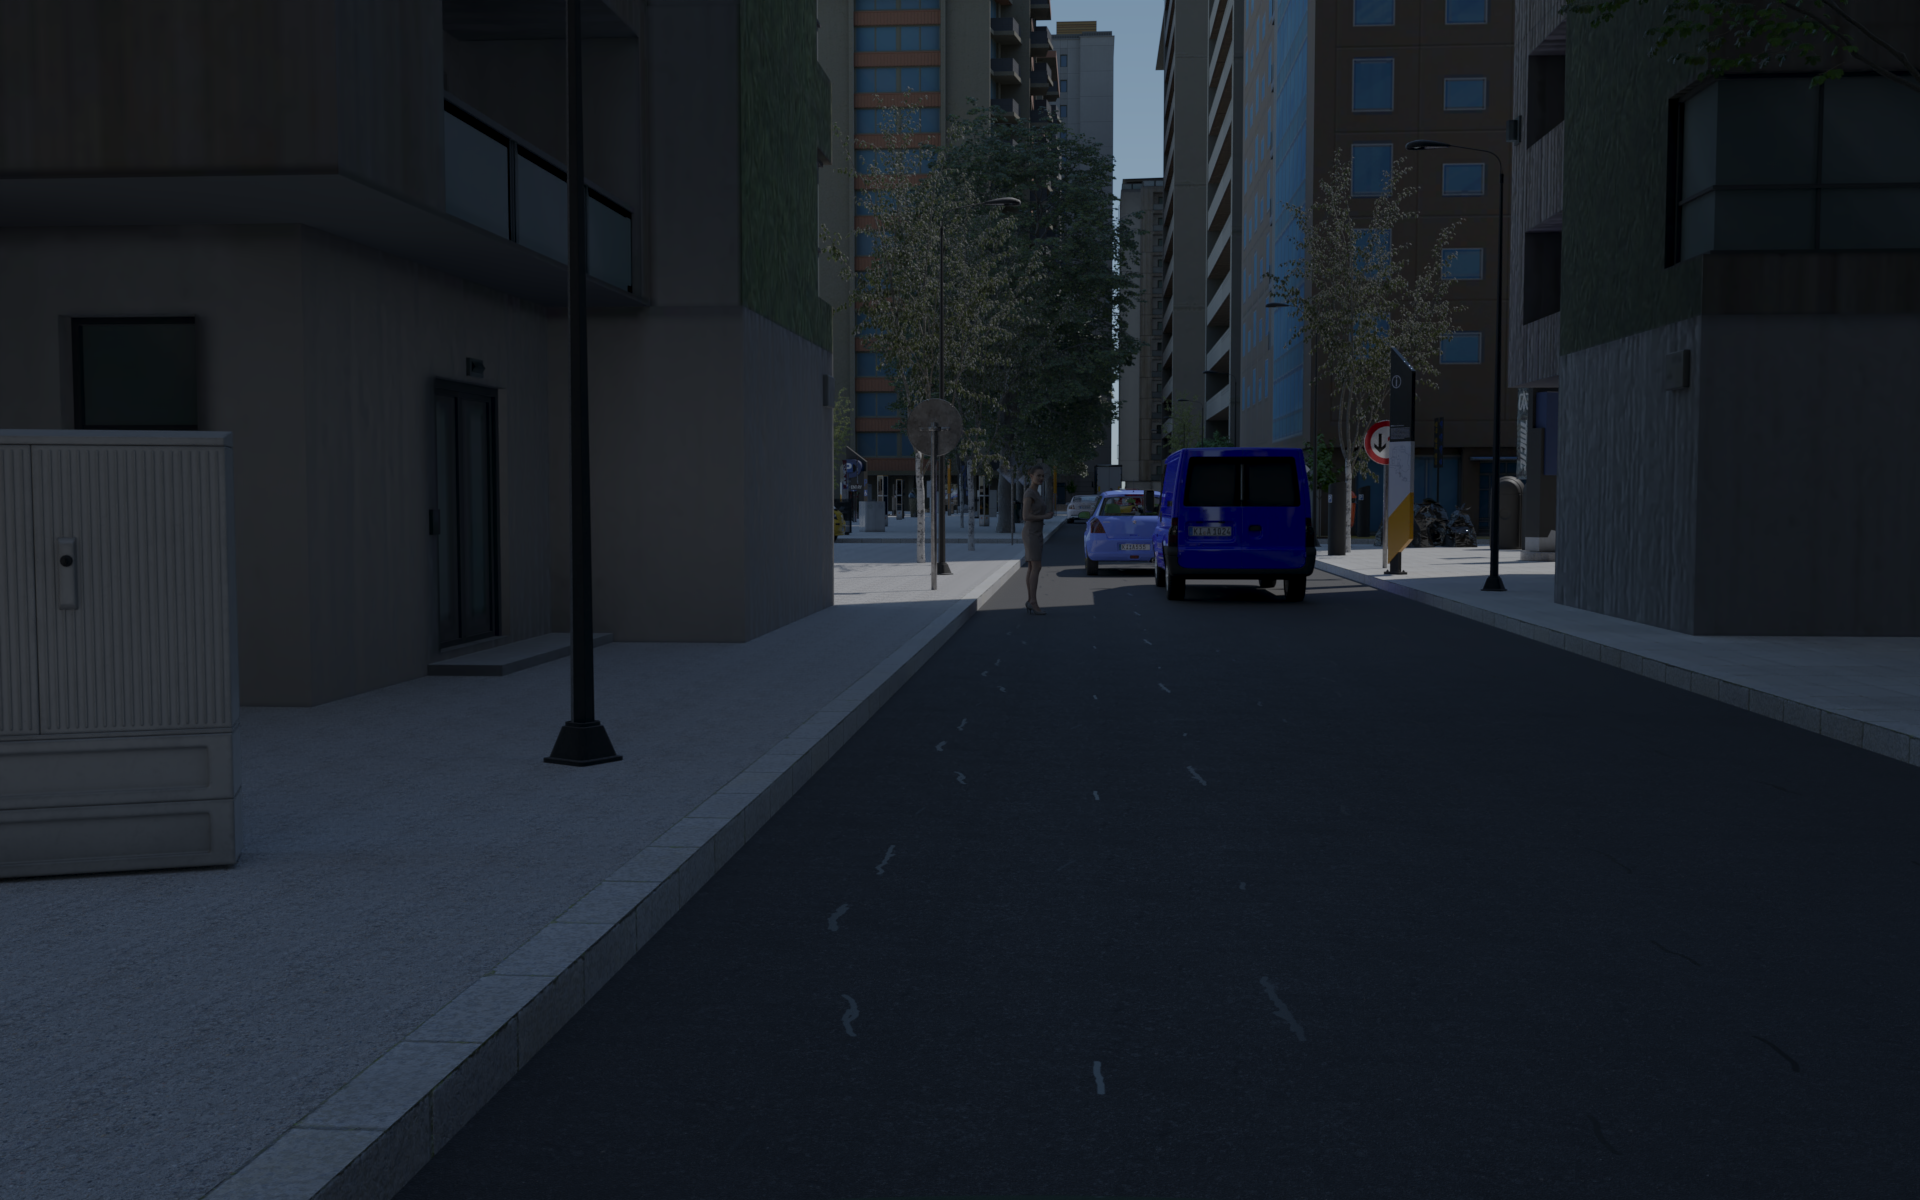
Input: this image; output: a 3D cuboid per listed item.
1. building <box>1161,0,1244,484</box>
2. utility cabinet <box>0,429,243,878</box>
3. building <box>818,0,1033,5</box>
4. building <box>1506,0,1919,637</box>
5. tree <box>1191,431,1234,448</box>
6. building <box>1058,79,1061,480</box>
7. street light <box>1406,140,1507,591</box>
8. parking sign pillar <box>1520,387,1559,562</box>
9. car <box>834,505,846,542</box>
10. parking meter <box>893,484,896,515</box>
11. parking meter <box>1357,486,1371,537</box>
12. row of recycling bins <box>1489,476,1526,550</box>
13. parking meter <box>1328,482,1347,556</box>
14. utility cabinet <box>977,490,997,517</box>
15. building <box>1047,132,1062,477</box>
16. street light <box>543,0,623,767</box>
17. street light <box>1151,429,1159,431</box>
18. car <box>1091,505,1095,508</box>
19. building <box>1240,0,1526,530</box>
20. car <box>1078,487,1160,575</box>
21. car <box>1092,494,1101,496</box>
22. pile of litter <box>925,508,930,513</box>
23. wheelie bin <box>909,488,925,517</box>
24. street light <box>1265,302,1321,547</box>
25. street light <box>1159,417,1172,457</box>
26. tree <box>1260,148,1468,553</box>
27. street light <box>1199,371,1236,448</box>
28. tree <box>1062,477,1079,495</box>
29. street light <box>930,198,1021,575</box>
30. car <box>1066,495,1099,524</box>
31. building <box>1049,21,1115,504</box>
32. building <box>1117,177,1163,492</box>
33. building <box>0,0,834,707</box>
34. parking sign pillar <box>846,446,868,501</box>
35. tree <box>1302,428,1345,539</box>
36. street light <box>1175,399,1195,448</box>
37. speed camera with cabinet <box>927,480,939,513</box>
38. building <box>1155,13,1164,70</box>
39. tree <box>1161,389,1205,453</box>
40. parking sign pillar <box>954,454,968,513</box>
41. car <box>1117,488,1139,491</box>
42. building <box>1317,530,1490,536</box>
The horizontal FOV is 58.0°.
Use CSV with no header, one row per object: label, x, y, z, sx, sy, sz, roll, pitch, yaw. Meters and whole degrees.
building,27.121,-31.367,136.556,21.300,48.544,21.600,0,4,4
utility cabinet,-3.071,0.175,5.816,1.173,1.500,0.318,-1,4,-18
building,-3.730,-29.747,140.986,22.147,44.769,28.867,0,4,4
building,14.162,-15.250,21.037,14.160,30.474,14.107,0,4,4
tree,12.914,-6.348,87.503,4.285,4.588,4.351,0,3,0
building,-1.353,-31.523,170.022,22.147,44.769,28.867,0,4,4
street light,6.547,-3.077,22.854,1.470,5.913,1.316,0,4,4
parking sign pillar,11.549,-2.739,33.257,1.447,3.967,1.447,-1,4,-21
car,-5.254,-2.381,49.149,3.980,1.641,2.015,0,4,5
parking meter,-3.791,-5.977,103.436,0.399,1.863,0.255,-1,4,-15
parking meter,12.054,-2.648,51.700,0.372,1.533,0.369,0,3,0
row of recycling bins,13.638,-1.965,39.239,1.069,1.692,3.534,-3,5,-43
parking meter,7.888,-1.701,36.223,0.372,1.533,0.369,0,3,0
utility cabinet,1.480,-5.295,95.252,1.173,1.500,0.318,-3,5,-41
building,4.331,-31.217,193.996,14.086,41.232,14.154,0,4,4
street light,-1.271,-2.174,8.094,1.470,5.913,1.316,0,4,4
street light,14.400,-9.292,124.459,1.470,5.913,1.316,0,4,4
car,6.108,-3.504,67.513,2.015,1.641,3.980,0,4,5
building,19.717,-25.928,74.037,14.600,45.320,14.200,0,4,4
car,3.137,-1.357,31.785,1.945,1.707,3.694,0,4,3
car,10.868,-7.620,136.594,2.014,1.417,4.499,0,4,3
pile of litter,-2.008,-6.468,119.722,1.176,0.858,1.719,3,5,43
wheelie bin,-2.406,-5.333,95.097,0.980,1.594,0.693,-3,5,-44
street light,8.094,-4.254,42.100,1.470,5.913,1.316,0,4,4
street light,12.910,-8.044,104.065,1.470,5.913,1.316,0,4,4
tree,8.736,-5.344,37.735,4.360,8.622,3.978,0,3,0
street light,9.809,-5.668,65.207,1.470,5.913,1.316,0,4,4
tree,12.585,-12.239,194.710,1.663,3.219,1.824,0,3,0
street light,0.250,-3.352,27.342,1.470,5.913,1.316,0,4,4
car,6.240,-4.466,85.380,2.083,1.381,4.827,0,4,6
building,5.274,-41.505,220.602,28.212,58.520,21.231,0,4,4
building,26.888,-32.619,216.909,14.086,41.232,14.154,0,4,4
building,-8.977,-20.117,12.505,14.154,41.232,14.086,0,4,4
parking sign pillar,-5.845,-6.639,97.021,1.447,3.967,1.447,2,4,27
tree,10.487,-3.390,50.025,1.663,3.219,1.824,0,3,0
street light,11.303,-6.861,84.724,1.470,5.913,1.316,0,4,4
speed camera with cabinet,-1.761,-7.428,115.787,0.660,3.252,2.038,1,4,10
building,35.610,-36.422,184.740,28.713,52.752,27.495,0,4,4
tree,15.798,-10.387,120.185,4.737,8.622,4.395,0,3,0
parking sign pillar,0.304,-7.936,118.231,1.447,3.967,1.447,2,4,26
car,11.366,-6.637,117.192,2.281,1.827,5.304,0,4,4
building,18.204,-24.920,57.552,14.200,45.320,14.600,0,4,4
